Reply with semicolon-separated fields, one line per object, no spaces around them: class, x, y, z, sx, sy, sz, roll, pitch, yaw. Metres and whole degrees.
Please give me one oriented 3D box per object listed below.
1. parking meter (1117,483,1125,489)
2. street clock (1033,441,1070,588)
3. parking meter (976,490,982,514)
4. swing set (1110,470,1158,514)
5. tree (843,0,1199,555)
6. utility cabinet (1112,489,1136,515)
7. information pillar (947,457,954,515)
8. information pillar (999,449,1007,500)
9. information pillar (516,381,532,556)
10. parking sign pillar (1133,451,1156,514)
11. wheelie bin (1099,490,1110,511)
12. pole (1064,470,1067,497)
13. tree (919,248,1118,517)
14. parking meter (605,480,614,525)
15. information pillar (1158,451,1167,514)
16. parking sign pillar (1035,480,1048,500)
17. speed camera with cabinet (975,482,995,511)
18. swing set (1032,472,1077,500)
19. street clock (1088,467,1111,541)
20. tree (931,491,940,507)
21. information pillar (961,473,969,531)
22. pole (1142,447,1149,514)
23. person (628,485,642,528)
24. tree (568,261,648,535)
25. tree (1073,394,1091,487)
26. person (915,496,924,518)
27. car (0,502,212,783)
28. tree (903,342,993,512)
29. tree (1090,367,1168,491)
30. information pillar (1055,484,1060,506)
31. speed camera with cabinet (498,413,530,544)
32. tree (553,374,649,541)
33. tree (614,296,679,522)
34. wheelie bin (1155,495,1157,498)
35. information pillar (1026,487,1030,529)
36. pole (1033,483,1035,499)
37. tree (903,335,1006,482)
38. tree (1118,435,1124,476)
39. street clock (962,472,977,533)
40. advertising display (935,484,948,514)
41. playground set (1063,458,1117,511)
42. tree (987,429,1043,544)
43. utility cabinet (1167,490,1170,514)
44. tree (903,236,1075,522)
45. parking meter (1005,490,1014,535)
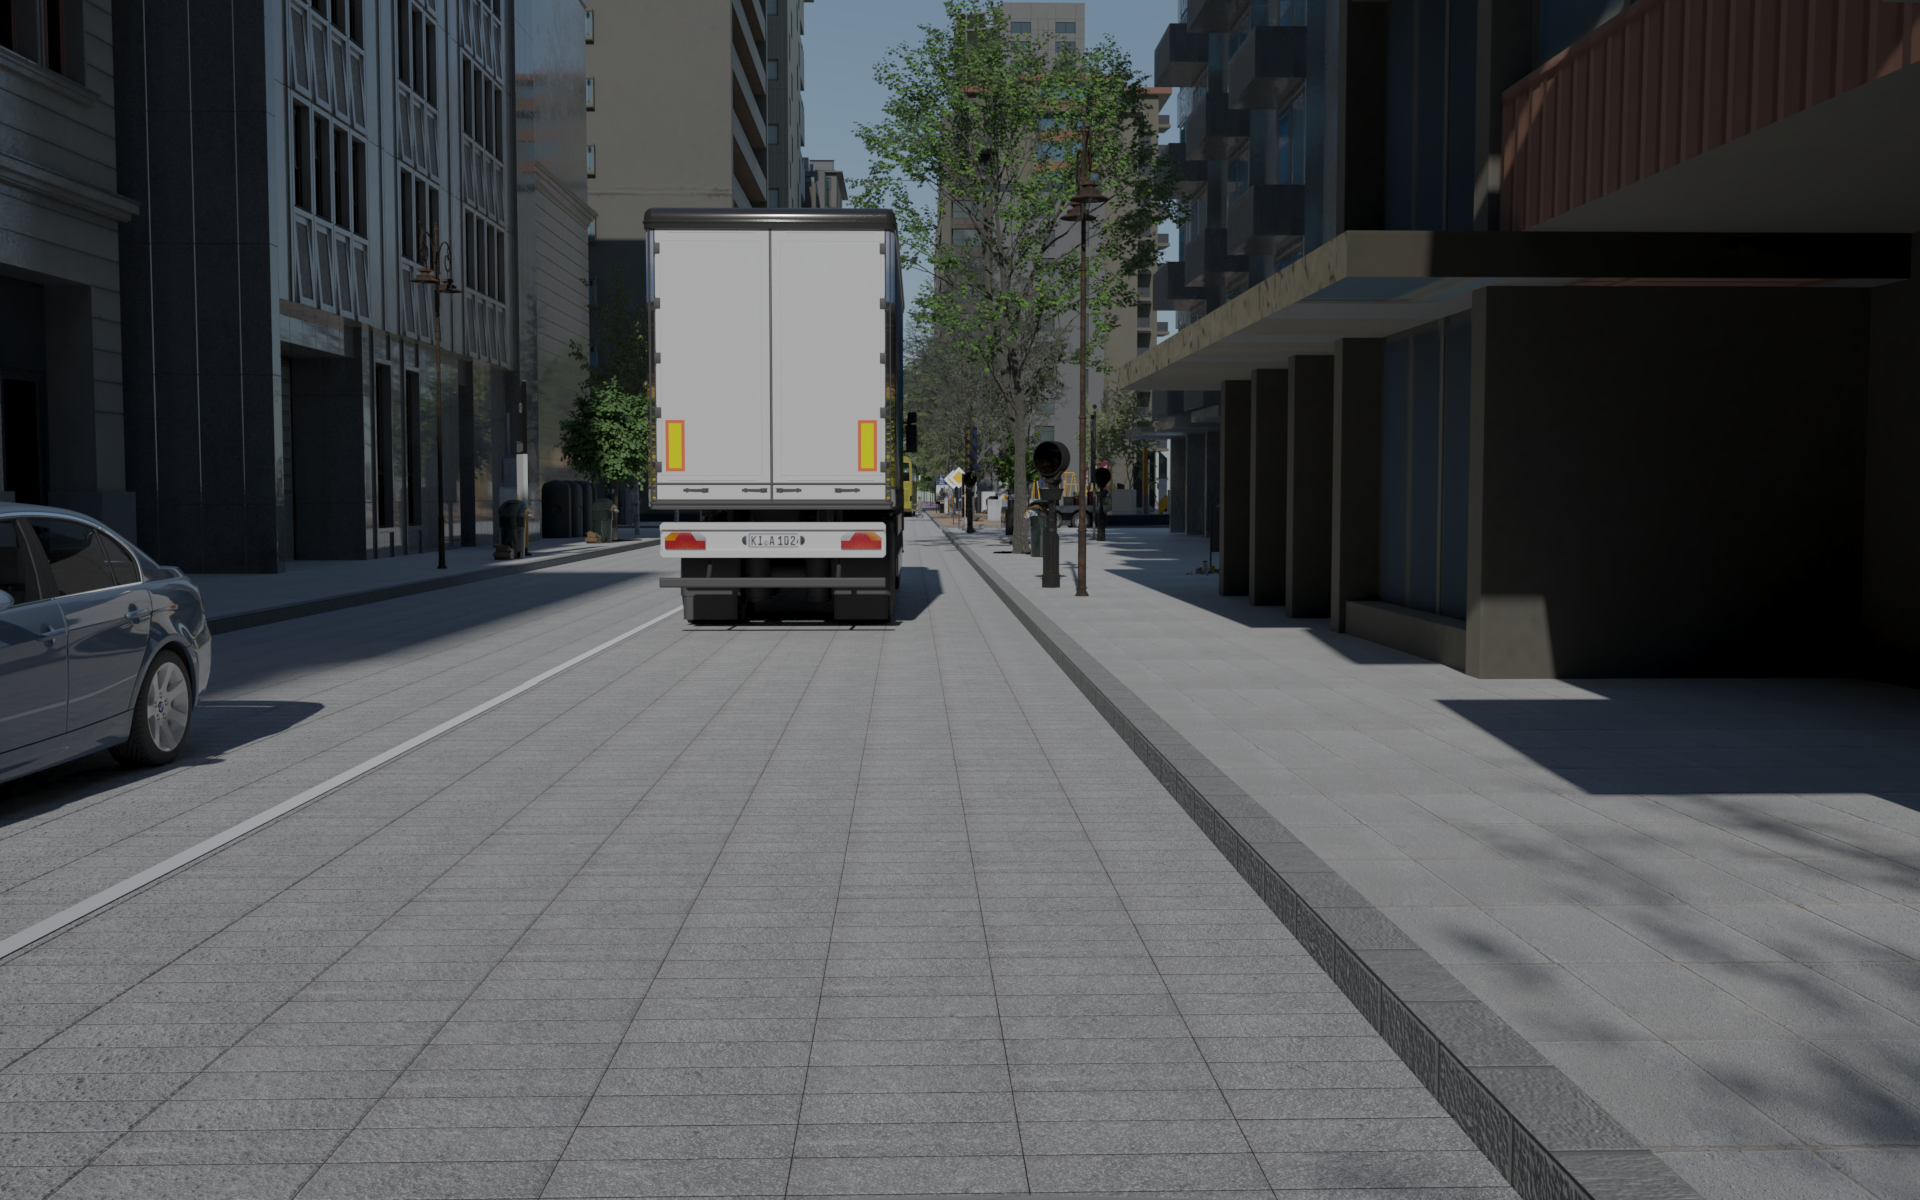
parking meter;8.586;-5.302;92.394;0.399;1.863;0.255;-3;4;-38
street clock;1.248;-1.169;23.691;0.471;2.002;0.358;2;4;32
parking meter;1.232;-6.459;114.021;0.372;1.533;0.369;0;3;0
swing set;11.160;-6.871;109.959;2.862;2.851;3.119;0;4;-5
tree;1.147;-6.802;36.965;9.928;11.665;9.643;0;3;0
utility cabinet;7.400;-4.243;78.048;1.173;1.500;0.318;3;5;44
information pillar;-0.565;-7.051;106.637;0.504;3.616;0.183;-3;5;-43
information pillar;2.242;-6.018;89.751;0.504;3.616;0.183;0;4;-3
information pillar;-9.105;-2.733;36.036;0.183;3.616;0.504;-2;4;-31
parking sign pillar;11.160;-7.136;105.139;1.447;3.967;1.447;0;4;1
wheelie bin;10.745;-7.402;128.936;0.980;1.594;0.693;3;5;42
pole;8.307;-8.730;136.580;0.158;3.312;0.155;0;3;0
tree;1.711;-6.216;51.995;4.360;8.622;3.978;0;3;0
parking meter;-14.288;-3.985;70.864;0.255;1.863;0.399;2;4;27
information pillar;10.932;-6.247;93.494;0.504;3.616;0.183;-1;4;-14
parking sign pillar;6.541;-9.015;135.863;1.447;3.967;1.447;-1;4;-14
speed camera with cabinet;1.364;-7.551;117.796;2.038;3.252;0.660;-2;4;-24
swing set;6.894;-7.740;124.173;3.119;2.851;2.862;-1;4;-14
street clock;3.831;-2.590;46.919;0.471;2.002;0.358;-1;4;-16
tree;-1.929;-11.026;174.870;1.663;3.219;1.824;0;3;0
information pillar;0.245;-3.445;60.810;0.304;2.012;0.304;-1;4;-23
pole;8.083;-5.012;75.785;0.158;3.312;0.155;0;3;0
person;-12.602;-3.582;67.265;0.583;1.804;0.606;-1;4;-12
tree;-10.185;-6.362;54.386;4.737;8.622;4.395;0;3;0
tree;9.520;-10.311;118.945;4.737;8.622;4.395;0;3;0
person;-2.409;-5.514;102.927;0.640;1.303;0.475;2;4;29
car;-5.044;0.251;7.895;2.014;1.417;4.499;0;3;0
tree;-1.285;-12.724;126.169;7.486;12.596;7.792;0;3;0
tree;9.888;-9.133;99.695;4.737;8.622;4.395;0;3;0
information pillar;5.226;-5.466;93.864;0.304;2.012;0.304;-1;4;-19
speed camera with cabinet;-10.739;-2.897;41.694;0.660;3.252;2.038;-1;4;-10
tree;-9.463;-3.907;47.588;4.285;4.588;4.351;0;3;0
tree;-10.035;-6.746;60.665;4.360;8.622;3.978;0;3;0
wheelie bin;14.586;-7.644;132.887;0.980;1.594;0.693;-1;4;-11
information pillar;2.276;-3.454;60.973;0.304;2.012;0.304;1;4;16
pole;6.199;-9.220;144.592;0.158;3.312;0.155;0;3;0
tree;-1.164;-14.241;139.493;9.857;13.997;8.962;0;3;0
tree;11.974;-11.935;145.496;4.360;8.622;3.978;0;3;0
street clock;0.320;-3.188;56.693;0.471;2.002;0.358;0;4;-4
advertising display;-1.162;-6.665;114.181;0.974;1.923;0.123;-1;4;-20
playground set;10.850;-8.983;133.648;5.637;4.214;5.302;0;4;2
tree;1.429;-3.077;44.912;1.663;3.219;1.824;0;3;0
utility cabinet;11.078;-4.820;87.488;1.173;1.500;0.318;0;4;2
tree;0.698;-10.440;81.066;12.009;13.543;11.850;0;3;0
parking meter;1.601;-2.793;54.069;0.372;1.533;0.369;0;3;0
